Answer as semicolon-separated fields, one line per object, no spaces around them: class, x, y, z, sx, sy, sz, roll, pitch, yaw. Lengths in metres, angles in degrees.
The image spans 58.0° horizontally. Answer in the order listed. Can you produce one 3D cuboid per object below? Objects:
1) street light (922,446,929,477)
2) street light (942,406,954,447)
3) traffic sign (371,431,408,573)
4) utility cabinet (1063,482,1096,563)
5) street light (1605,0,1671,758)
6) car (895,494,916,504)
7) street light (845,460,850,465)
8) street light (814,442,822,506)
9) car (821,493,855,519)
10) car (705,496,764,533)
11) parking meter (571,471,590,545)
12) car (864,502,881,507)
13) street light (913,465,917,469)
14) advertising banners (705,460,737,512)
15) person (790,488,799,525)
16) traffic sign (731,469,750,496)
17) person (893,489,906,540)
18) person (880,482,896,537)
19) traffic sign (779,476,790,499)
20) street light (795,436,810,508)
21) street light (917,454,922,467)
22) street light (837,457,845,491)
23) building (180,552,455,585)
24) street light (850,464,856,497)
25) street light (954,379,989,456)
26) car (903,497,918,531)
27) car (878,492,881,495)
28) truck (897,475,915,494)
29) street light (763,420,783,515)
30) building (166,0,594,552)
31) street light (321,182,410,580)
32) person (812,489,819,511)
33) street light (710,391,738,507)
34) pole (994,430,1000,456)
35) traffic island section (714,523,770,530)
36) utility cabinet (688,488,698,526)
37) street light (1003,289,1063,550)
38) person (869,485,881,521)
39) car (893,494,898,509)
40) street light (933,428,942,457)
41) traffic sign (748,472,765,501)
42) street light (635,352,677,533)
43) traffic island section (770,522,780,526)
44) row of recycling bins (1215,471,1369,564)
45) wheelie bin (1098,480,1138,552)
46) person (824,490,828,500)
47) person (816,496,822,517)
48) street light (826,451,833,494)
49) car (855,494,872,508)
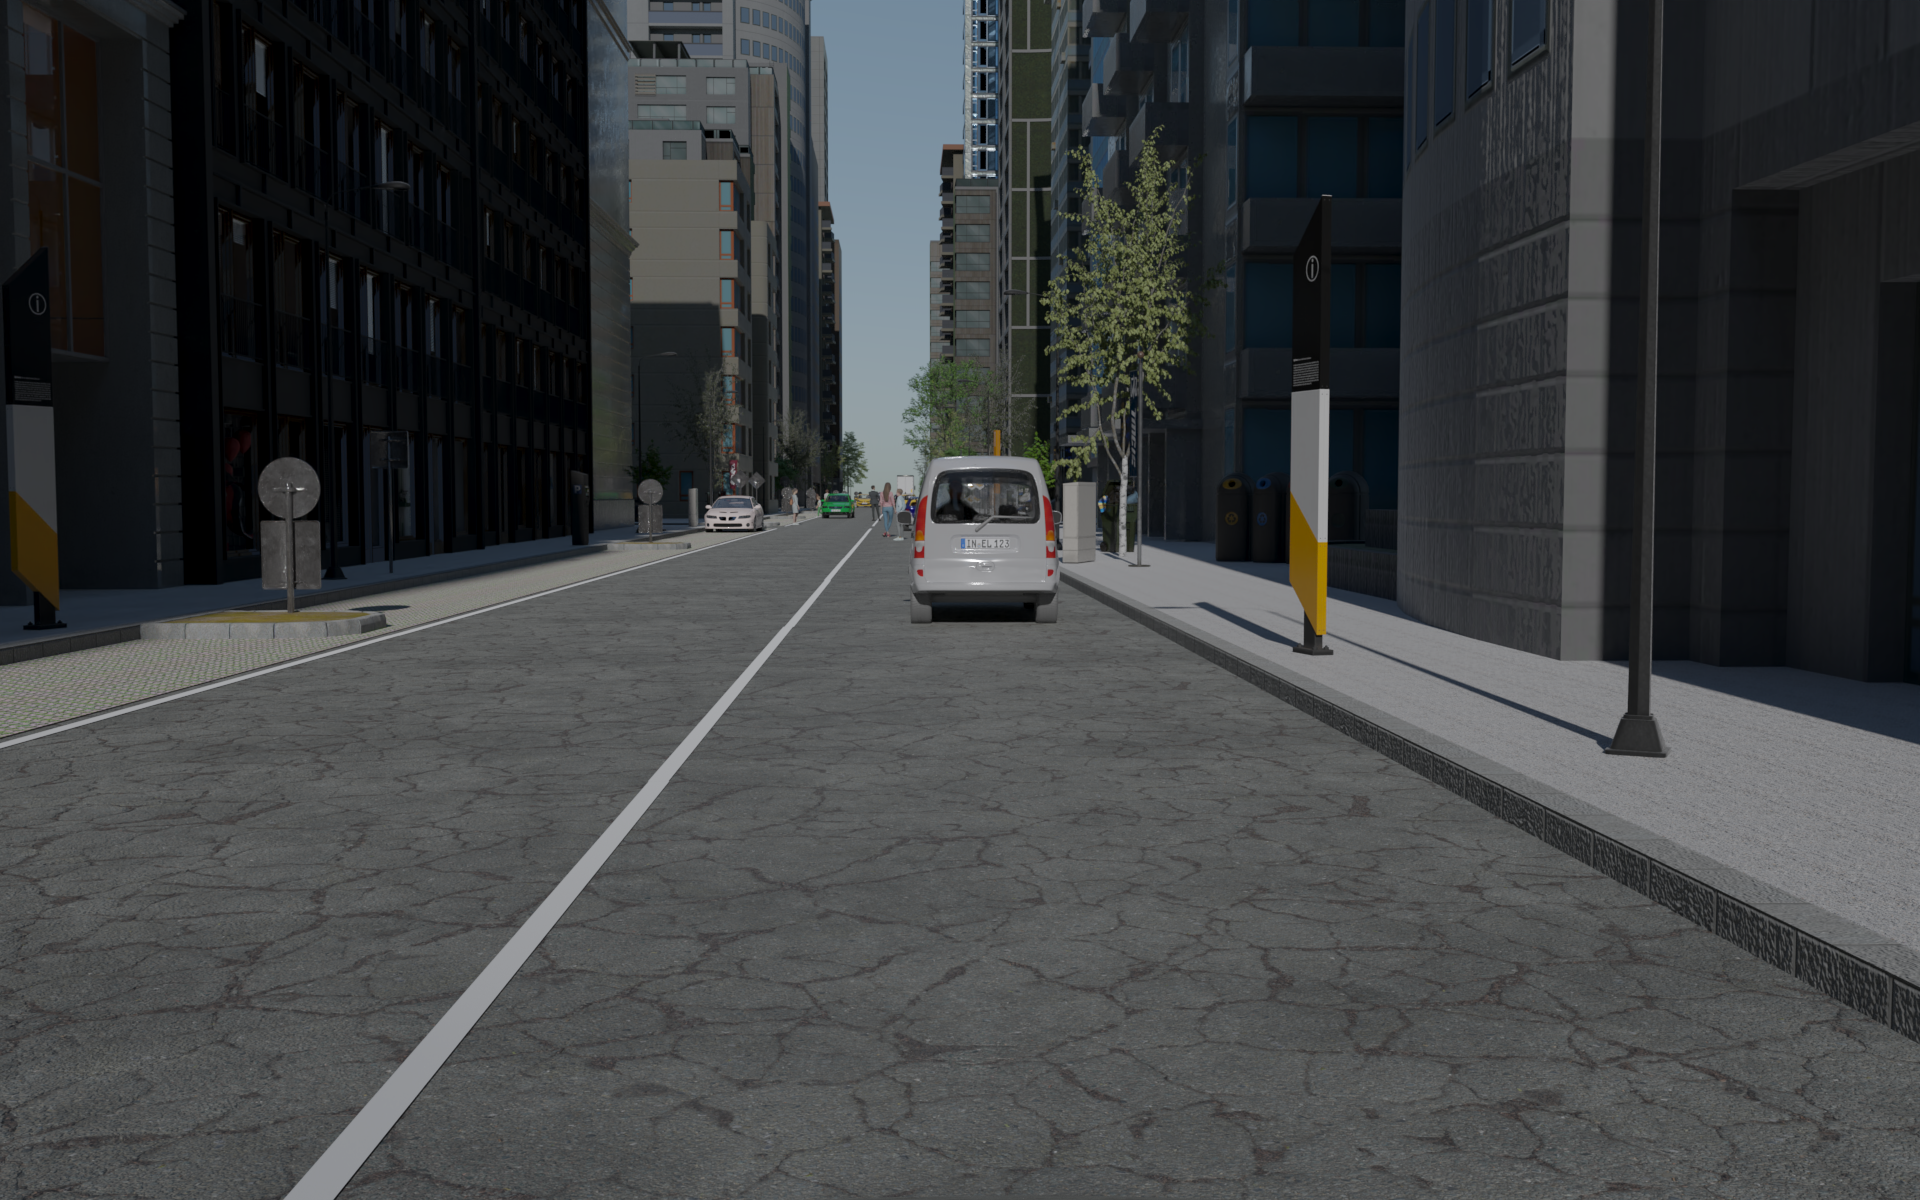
street light;-2.716;-11.933;167.643;1.470;5.913;1.316;0;4;-2
street light;-0.050;-7.286;91.664;1.470;5.913;1.316;0;4;-2
traffic sign;-9.227;-1.585;28.037;0.606;2.300;0.079;0;4;2
utility cabinet;2.228;-1.453;32.432;0.318;1.500;1.173;1;4;21
street light;2.823;-2.193;8.400;1.470;5.913;1.316;0;4;-2
car;-4.089;-7.642;135.170;2.015;1.641;3.980;0;4;-4
street light;-16.191;-16.202;237.440;1.470;5.913;1.316;0;4;-2
street light;-13.257;-11.120;154.347;1.470;5.913;1.316;0;4;-2
car;-7.227;-5.751;102.831;1.959;1.807;4.718;0;3;0
car;-8.515;-3.256;65.591;2.083;1.381;4.827;0;4;-1
parking meter;-9.488;-2.299;43.293;0.399;1.863;0.255;1;4;14
car;-9.882;-11.224;195.867;2.083;1.381;4.827;0;3;0
street light;-5.649;-16.977;250.115;1.470;5.913;1.316;0;4;-2
advertising banners;-12.215;-5.663;88.778;2.074;3.025;0.090;2;4;31
person;-7.683;-4.353;80.683;0.522;1.701;0.512;-1;4;-22
traffic sign;-8.886;-4.064;70.088;0.795;2.450;0.064;0;4;-2
person;-1.861;-2.654;53.711;0.330;1.601;0.589;1;4;22
person;-2.376;-2.995;57.470;0.555;1.821;0.388;0;4;3
traffic sign;-12.408;-7.494;122.632;0.768;2.556;0.104;0;4;6
street light;-12.686;-10.175;138.902;1.470;5.913;1.316;0;4;-2
street light;-3.885;-13.862;199.180;1.470;5.913;1.316;0;4;-2
street light;-15.427;-14.901;216.177;1.470;5.913;1.316;0;4;-2
building;-16.883;-12.335;31.356;12.332;23.373;15.834;0;4;-2
street light;-17.287;-18.069;267.971;1.470;5.913;1.316;0;4;-2
street light;0.609;-5.975;70.228;1.470;5.913;1.316;0;4;-2
car;-1.465;-3.421;68.521;1.945;1.354;3.894;0;4;-4
car;-13.854;-18.381;309.206;2.281;1.827;5.304;0;4;-2
truck;-8.188;-16.678;261.596;2.839;4.237;11.283;0;4;-1
street light;-11.739;-8.307;108.366;1.470;5.913;1.316;0;4;-2
building;-17.802;-13.332;47.656;12.332;23.373;15.834;0;4;-2
street light;-8.869;-3.263;25.883;1.470;5.913;1.316;0;4;-2
person;-11.387;-7.766;135.430;0.822;1.834;0.622;-1;4;-13
street light;-10.657;-6.440;77.834;1.470;5.913;1.316;0;4;-2
pole;1.180;-3.761;55.341;0.158;3.312;0.155;0;3;0
traffic island section;-8.909;-2.928;70.149;2.009;0.180;2.903;0;4;-2
utility cabinet;-10.585;-3.668;68.644;0.318;1.500;1.173;0;4;-5
street light;1.682;-4.096;39.505;1.470;5.913;1.316;0;4;-2
person;-4.565;-5.183;92.611;0.648;1.900;0.474;0;4;-1
car;-5.533;-9.348;162.629;2.009;1.686;4.222;0;4;-1
street light;-1.219;-9.153;122.192;1.470;5.913;1.316;0;4;-2
traffic sign;-9.163;-4.552;78.068;0.795;2.450;0.064;0;4;-2
street light;-9.958;-5.154;56.809;1.470;5.913;1.316;0;4;-2
traffic island section;-9.187;-3.416;78.129;2.009;0.180;2.903;0;4;-2
row of recycling bins;6.116;-1.525;32.044;1.069;1.692;3.534;-3;4;-36
wheelie bin;3.544;-1.856;38.252;0.980;1.594;0.693;-2;4;-31
person;-9.499;-7.065;124.587;0.480;1.755;0.524;0;4;6
person;-8.663;-5.771;107.112;0.590;1.304;0.306;-2;4;-27
street light;-14.408;-13.031;185.593;1.470;5.913;1.316;0;4;-2
car;-10.140;-10.606;183.636;2.015;1.641;3.980;0;4;-4
